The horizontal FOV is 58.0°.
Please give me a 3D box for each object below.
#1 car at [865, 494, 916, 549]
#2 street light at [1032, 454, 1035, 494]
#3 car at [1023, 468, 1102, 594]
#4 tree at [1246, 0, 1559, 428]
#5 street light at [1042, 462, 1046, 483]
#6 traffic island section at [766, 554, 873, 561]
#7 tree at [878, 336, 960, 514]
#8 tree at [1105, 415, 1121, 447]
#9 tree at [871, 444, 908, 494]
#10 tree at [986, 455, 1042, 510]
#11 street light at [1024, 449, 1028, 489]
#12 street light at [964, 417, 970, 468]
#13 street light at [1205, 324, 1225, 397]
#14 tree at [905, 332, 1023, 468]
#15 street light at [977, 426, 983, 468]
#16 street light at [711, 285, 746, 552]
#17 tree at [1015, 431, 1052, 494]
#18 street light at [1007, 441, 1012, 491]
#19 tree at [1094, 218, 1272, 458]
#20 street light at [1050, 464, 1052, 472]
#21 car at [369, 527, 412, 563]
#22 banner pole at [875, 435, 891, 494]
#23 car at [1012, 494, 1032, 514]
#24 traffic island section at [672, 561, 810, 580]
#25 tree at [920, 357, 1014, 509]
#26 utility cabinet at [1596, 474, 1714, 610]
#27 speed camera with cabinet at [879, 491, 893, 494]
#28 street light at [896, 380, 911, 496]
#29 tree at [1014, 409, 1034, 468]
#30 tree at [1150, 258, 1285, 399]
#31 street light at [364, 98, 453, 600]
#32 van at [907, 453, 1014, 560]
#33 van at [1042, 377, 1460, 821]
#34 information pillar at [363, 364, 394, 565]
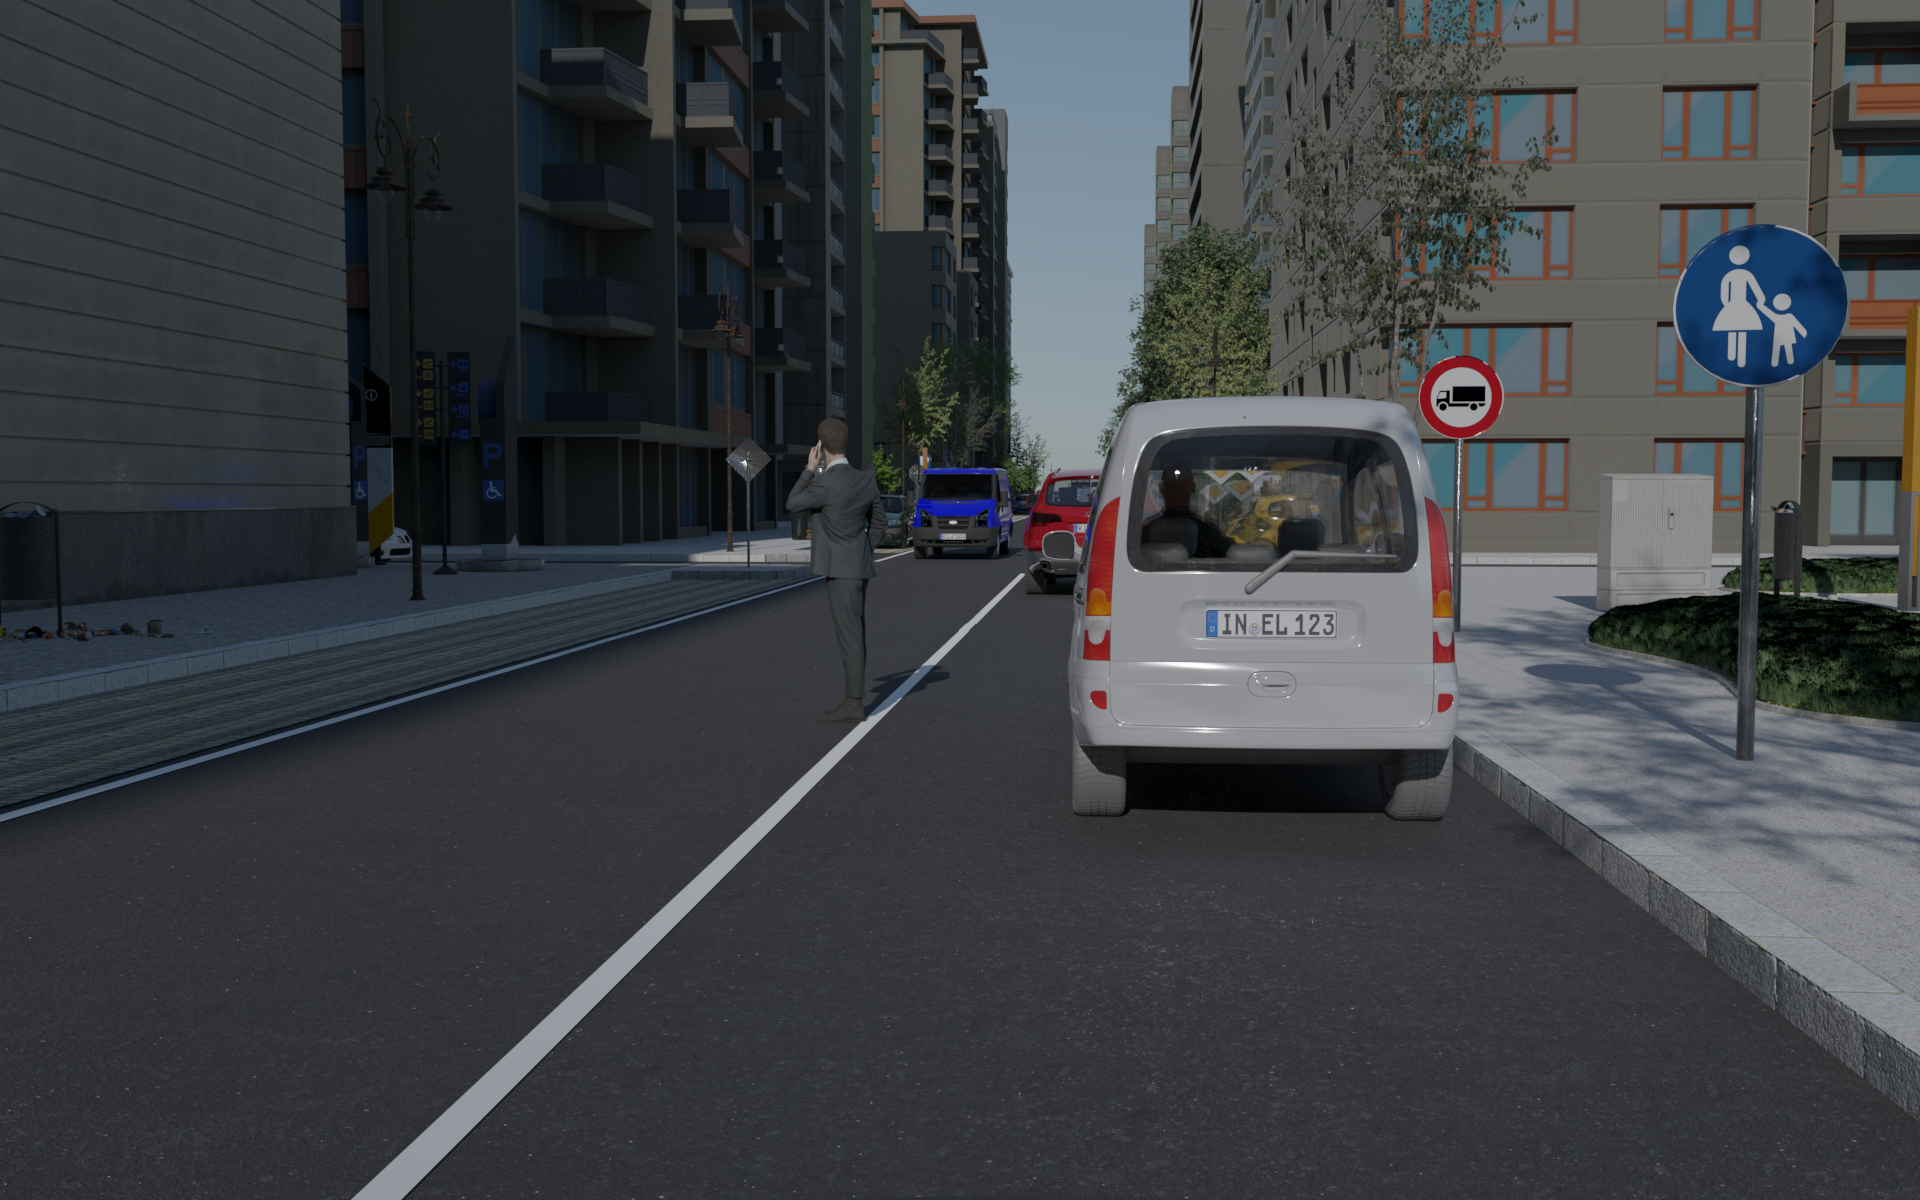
[{"bbox_3d":[-2.136,-2.237,46.361,2.009,1.686,4.222,0,4,6],"label":"car"},{"bbox_3d":[8.392,-13.758,197.735,0.468,5.910,1.993,0,4,5],"label":"street light"},{"bbox_3d":[2.091,-1.069,26.157,2.281,1.827,5.304,0,4,6],"label":"car"},{"bbox_3d":[5.737,-4.404,22.370,4.360,8.622,3.978,0,3,0],"label":"tree"},{"bbox_3d":[11.119,-15.741,230.149,0.468,5.910,1.993,0,4,5],"label":"street light"},{"bbox_3d":[-3.029,-0.968,38.108,2.009,0.180,2.903,0,4,5],"label":"traffic island section"},{"bbox_3d":[-2.092,-8.009,81.306,4.737,8.622,4.395,0,3,0],"label":"tree"},{"bbox_3d":[20.058,-16.507,195.640,9.928,11.665,9.643,0,3,0],"label":"tree"},{"bbox_3d":[-3.072,-4.373,66.096,1.663,3.219,1.824,0,3,0],"label":"tree"},{"bbox_3d":[3.542,-9.585,140.429,4.285,4.588,4.351,0,3,0],"label":"tree"},{"bbox_3d":[6.873,-12.619,179.104,0.468,5.910,1.993,0,4,5],"label":"street light"},{"bbox_3d":[0.385,-7.915,102.196,0.468,5.910,1.993,0,4,5],"label":"street light"},{"bbox_3d":[6.926,-4.550,47.172,0.468,5.910,1.993,0,4,5],"label":"street light"},{"bbox_3d":[0.088,-11.286,110.287,9.928,11.665,9.643,0,3,0],"label":"tree"},{"bbox_3d":[1.358,-8.717,115.302,0.468,5.910,1.993,0,4,5],"label":"street light"},{"bbox_3d":[-5.116,-4.013,38.393,0.468,5.910,1.993,0,4,5],"label":"street light"},{"bbox_3d":[8.492,-15.367,201.615,4.737,8.622,4.395,0,3,0],"label":"tree"},{"bbox_3d":[4.169,-10.667,147.199,0.468,5.910,1.993,0,4,5],"label":"street light"},{"bbox_3d":[10.393,-9.484,72.077,9.611,12.733,9.660,0,3,0],"label":"tree"},{"bbox_3d":[13.799,-17.692,262.056,0.468,5.910,1.993,0,4,5],"label":"street light"},{"bbox_3d":[-13.362,-1.355,34.513,4.827,1.381,2.083,0,4,5],"label":"car"},{"bbox_3d":[-3.219,-5.095,73.325,0.863,3.779,0.401,0,4,5],"label":"banner pole"},{"bbox_3d":[4.841,-7.132,128.612,2.014,1.417,4.499,0,4,3],"label":"car"},{"bbox_3d":[-3.700,-0.481,30.151,2.009,0.180,2.903,0,4,5],"label":"traffic island section"},{"bbox_3d":[-0.155,-8.737,93.209,4.360,8.622,3.978,0,3,0],"label":"tree"},{"bbox_3d":[7.568,-0.622,18.850,1.173,1.500,0.318,-1,4,-8],"label":"utility cabinet"},{"bbox_3d":[-4.685,-7.106,110.525,0.660,3.252,2.038,2,4,32],"label":"speed camera with cabinet"},{"bbox_3d":[-2.295,-5.963,70.289,0.468,5.910,1.993,0,4,5],"label":"street light"},{"bbox_3d":[4.472,-12.276,151.067,4.360,8.622,3.978,0,3,0],"label":"tree"},{"bbox_3d":[8.132,-6.410,55.164,4.737,8.622,4.395,0,3,0],"label":"tree"},{"bbox_3d":[-6.563,-2.935,20.779,0.468,5.910,1.993,0,4,5],"label":"street light"},{"bbox_3d":[0.101,-2.163,39.747,2.240,2.365,5.245,0,4,6],"label":"van"},{"bbox_3d":[1.418,-0.122,9.015,2.013,2.044,4.112,0,4,4],"label":"van"},{"bbox_3d":[-10.481,-2.437,31.199,0.504,3.616,0.183,0,4,-3],"label":"information pillar"}]
